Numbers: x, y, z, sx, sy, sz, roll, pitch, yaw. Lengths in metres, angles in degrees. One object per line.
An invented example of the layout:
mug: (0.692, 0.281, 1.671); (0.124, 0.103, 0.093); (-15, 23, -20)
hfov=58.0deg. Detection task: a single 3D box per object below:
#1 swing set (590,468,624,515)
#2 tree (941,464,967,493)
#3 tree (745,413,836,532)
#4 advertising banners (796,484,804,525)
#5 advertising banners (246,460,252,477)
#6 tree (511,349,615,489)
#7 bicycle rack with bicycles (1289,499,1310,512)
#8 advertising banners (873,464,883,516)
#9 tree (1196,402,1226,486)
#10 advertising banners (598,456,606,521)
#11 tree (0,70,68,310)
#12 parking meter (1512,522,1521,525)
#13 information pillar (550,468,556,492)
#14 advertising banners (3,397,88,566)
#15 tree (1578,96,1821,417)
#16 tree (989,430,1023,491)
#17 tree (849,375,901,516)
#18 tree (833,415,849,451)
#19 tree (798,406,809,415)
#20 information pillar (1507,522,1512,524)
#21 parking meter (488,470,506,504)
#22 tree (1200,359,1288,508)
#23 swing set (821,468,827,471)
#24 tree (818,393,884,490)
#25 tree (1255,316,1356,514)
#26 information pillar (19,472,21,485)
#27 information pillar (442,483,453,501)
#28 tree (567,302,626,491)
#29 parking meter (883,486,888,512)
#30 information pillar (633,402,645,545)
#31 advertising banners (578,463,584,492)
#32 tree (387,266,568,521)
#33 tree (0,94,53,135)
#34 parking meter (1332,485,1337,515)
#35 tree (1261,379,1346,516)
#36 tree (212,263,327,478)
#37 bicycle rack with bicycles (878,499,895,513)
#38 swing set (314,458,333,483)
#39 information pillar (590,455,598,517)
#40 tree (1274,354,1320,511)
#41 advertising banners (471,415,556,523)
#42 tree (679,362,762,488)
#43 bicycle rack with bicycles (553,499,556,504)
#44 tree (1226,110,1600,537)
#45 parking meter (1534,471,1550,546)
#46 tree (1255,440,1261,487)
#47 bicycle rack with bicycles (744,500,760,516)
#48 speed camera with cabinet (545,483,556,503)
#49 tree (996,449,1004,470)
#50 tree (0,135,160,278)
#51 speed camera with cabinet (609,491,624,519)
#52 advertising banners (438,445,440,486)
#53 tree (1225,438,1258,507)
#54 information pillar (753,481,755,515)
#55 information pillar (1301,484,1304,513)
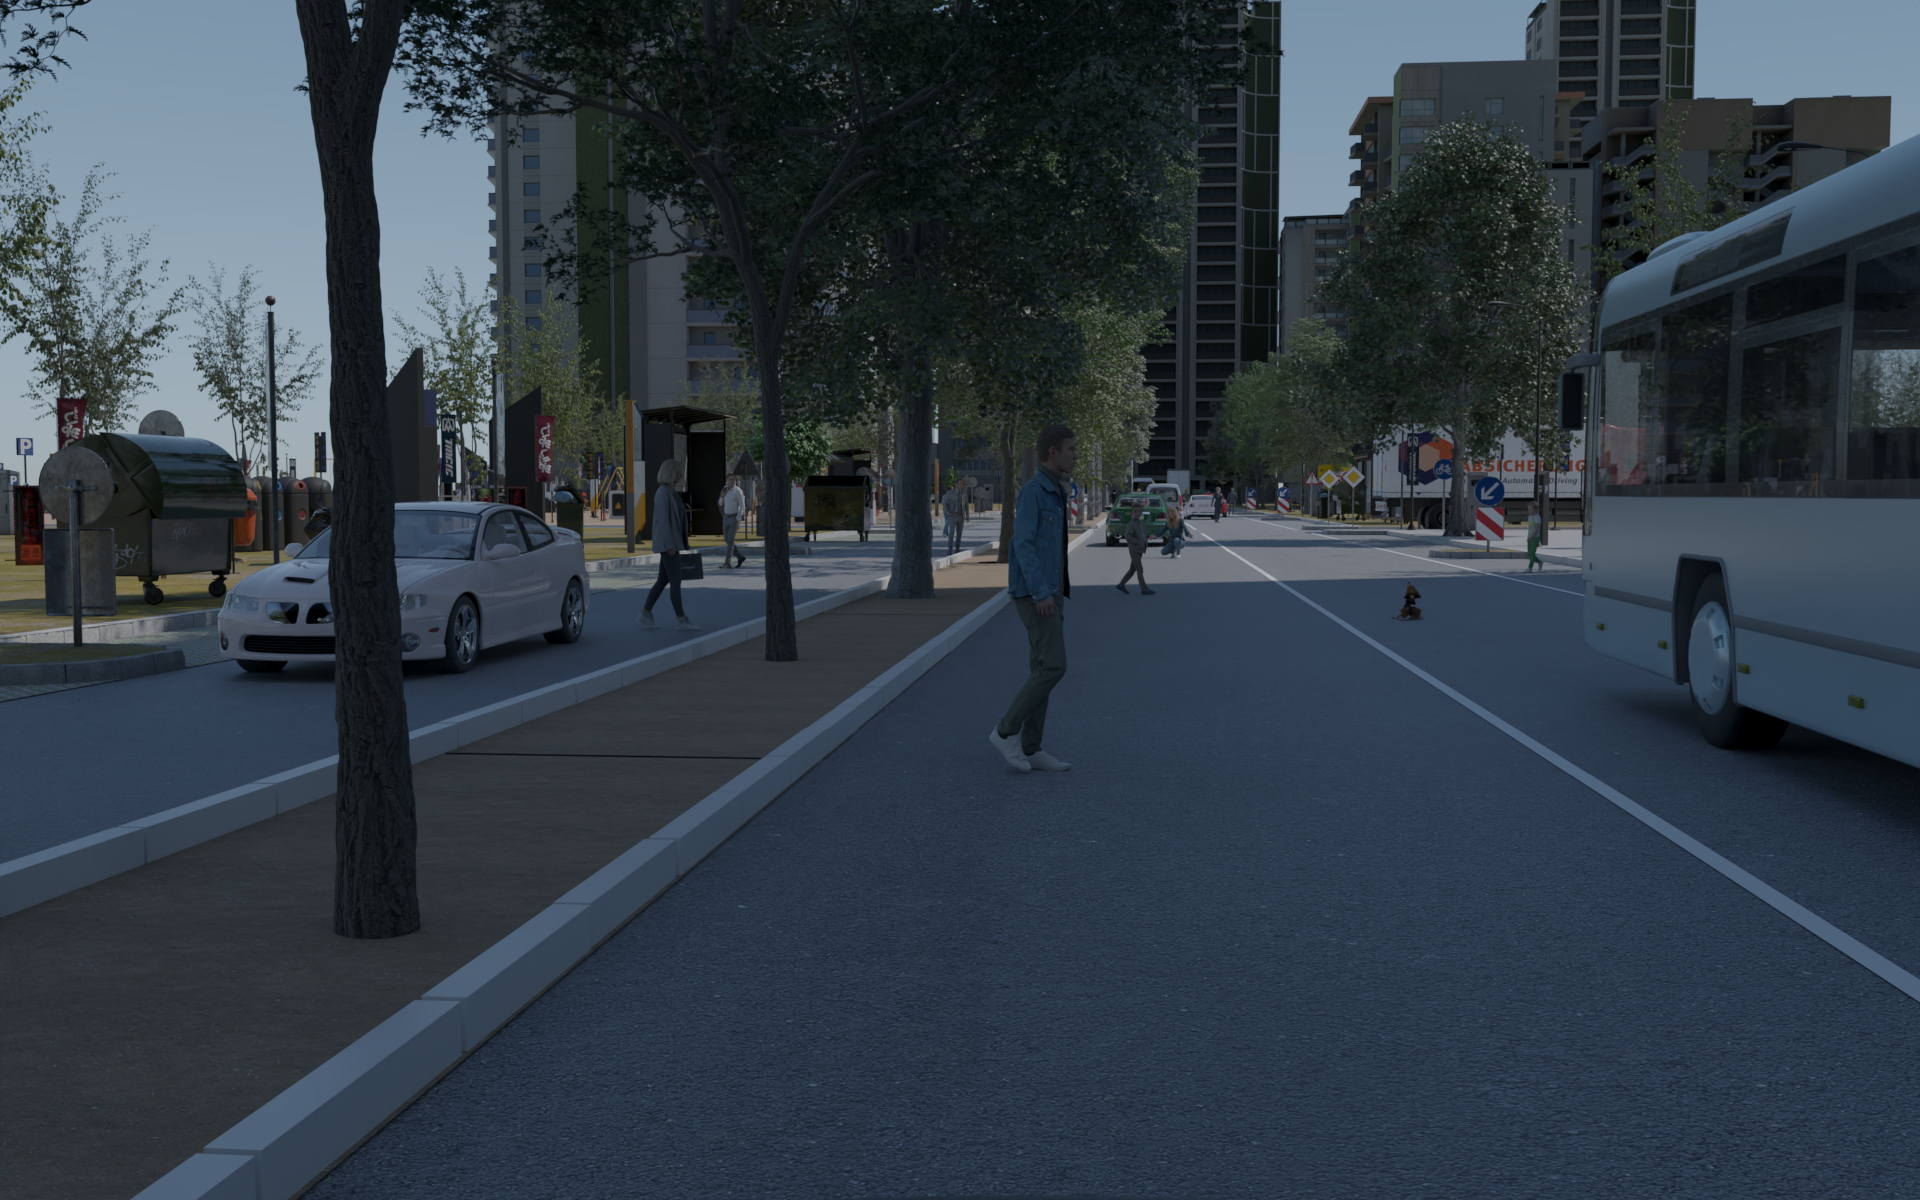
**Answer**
swing set: (-20.102, -6.471, 103.429); (2.862, 2.851, 3.119); (0, 4, 2)
tree: (-0.535, -7.110, 110.851); (1.663, 3.219, 1.824); (0, 3, 0)
tree: (-5.791, -4.576, 58.537); (4.285, 4.588, 4.351); (0, 3, 0)
advertising banners: (-6.176, -4.689, 72.847); (2.074, 3.025, 0.090); (-3, 5, -41)
advertising banners: (-36.633, -5.626, 88.168); (0.090, 3.025, 2.074); (1, 4, 12)
tree: (-19.854, -8.386, 87.476); (4.360, 8.622, 3.978); (0, 3, 0)
bicycle rack with bicycles: (27.459, -7.711, 139.456); (2.925, 0.926, 2.852); (0, 4, -4)
advertising banners: (-4.790, -6.289, 99.009); (0.090, 3.025, 2.074); (1, 4, 18)
tree: (30.757, -16.738, 190.667); (9.611, 12.733, 9.660); (0, 3, 0)
advertising banners: (-16.853, -5.217, 81.493); (0.090, 3.025, 2.074); (0, 4, -3)
tree: (-14.175, -4.405, 22.379); (4.737, 8.622, 4.395); (0, 3, 0)
parking meter: (23.343, -3.925, 72.592); (0.372, 1.533, 0.369); (0, 3, 0)
information pillar: (-32.684, -9.031, 139.015); (0.504, 3.616, 0.183); (0, 3, 0)
advertising banners: (-16.738, -2.132, 31.039); (2.074, 3.025, 0.090); (-2, 4, -29)
tree: (13.993, -5.038, 32.732); (4.737, 8.622, 4.395); (0, 3, 0)
tree: (4.142, -12.025, 146.969); (4.360, 8.622, 3.978); (0, 3, 0)
tree: (-4.223, -9.347, 103.190); (4.360, 8.622, 3.978); (0, 3, 0)
tree: (-7.019, -10.871, 128.103); (4.360, 8.622, 3.978); (0, 3, 0)
tree: (-9.804, -10.247, 117.908); (4.737, 8.622, 4.395); (0, 3, 0)
information pillar: (23.908, -4.307, 74.904); (0.304, 2.012, 0.304); (-1, 4, -15)
parking meter: (-11.133, -2.197, 41.639); (0.399, 1.863, 0.255); (3, 4, 38)
tree: (26.994, -15.115, 157.504); (12.009, 13.543, 11.850); (0, 3, 0)
swing set: (-8.405, -6.606, 105.620); (2.862, 2.851, 3.119); (0, 4, 3)
tree: (-6.528, -9.764, 110.004); (4.737, 8.622, 4.395); (0, 3, 0)
tree: (22.578, -11.766, 110.503); (7.486, 12.596, 7.792); (0, 3, 0)
information pillar: (-31.800, -3.293, 58.328); (0.304, 2.012, 0.304); (-1, 4, -23)
information pillar: (-15.365, -2.903, 51.949); (0.304, 2.012, 0.304); (-1, 4, -21)
tree: (-14.803, -6.789, 61.357); (4.737, 8.622, 4.395); (0, 3, 0)
parking meter: (-5.235, -7.141, 122.459); (0.255, 1.863, 0.399); (-2, 4, -34)
information pillar: (-8.146, -3.217, 43.949); (0.183, 3.616, 0.504); (-2, 4, -35)
advertising banners: (-22.947, -6.510, 102.627); (0.090, 3.025, 2.074); (2, 4, 27)
tree: (-15.916, -6.413, 55.210); (4.737, 8.622, 4.395); (0, 3, 0)
tree: (-16.831, -4.754, 28.097); (4.360, 8.622, 3.978); (0, 3, 0)
parking meter: (23.002, -6.137, 106.052); (0.399, 1.863, 0.255); (3, 5, 40)
tree: (20.757, -9.228, 101.233); (4.360, 8.622, 3.978); (0, 3, 0)
tree: (-22.669, -6.402, 55.039); (4.360, 8.622, 3.978); (0, 3, 0)
bicycle rack with bicycles: (-5.514, -6.247, 115.524); (2.852, 0.926, 2.925); (3, 4, 37)
swing set: (-26.706, -4.803, 76.152); (3.119, 2.851, 2.862); (-1, 4, -17)
information pillar: (-20.370, -6.420, 96.327); (0.504, 3.616, 0.183); (2, 4, 34)
tree: (23.801, -12.519, 130.438); (9.928, 11.665, 9.643); (0, 3, 0)
advertising banners: (-9.714, -2.546, 37.822); (2.074, 3.025, 0.090); (-3, 5, -43)
tree: (-12.465, -8.877, 95.501); (4.737, 8.622, 4.395); (0, 3, 0)
bicycle rack with bicycles: (-30.079, -7.055, 128.724); (2.925, 0.926, 2.852); (1, 4, 20)
tree: (15.003, -8.262, 52.090); (9.611, 12.733, 9.660); (0, 3, 0)
parking meter: (14.455, -2.286, 43.085); (0.255, 1.863, 0.399); (3, 5, 44)
tree: (25.389, -11.504, 138.455); (4.360, 8.622, 3.978); (0, 3, 0)
bicycle rack with bicycles: (-12.836, -5.304, 100.101); (2.925, 0.926, 2.852); (-1, 4, -15)
speed camera with cabinet: (-32.694, -8.736, 137.170); (2.038, 3.252, 0.660); (2, 4, 32)
tree: (4.944, -13.035, 163.489); (4.737, 8.622, 4.395); (0, 3, 0)
tree: (-19.394, -5.364, 38.058); (4.360, 8.622, 3.978); (0, 3, 0)
speed camera with cabinet: (-17.337, -5.890, 90.642); (2.038, 3.252, 0.660); (-1, 4, -13)
advertising banners: (-18.987, -3.984, 61.333); (2.074, 3.025, 0.090); (3, 5, 39)
tree: (29.260, -13.863, 177.023); (4.737, 8.622, 4.395); (0, 3, 0)
information pillar: (-12.941, -7.176, 108.679); (0.183, 3.616, 0.504); (-1, 4, -12)
information pillar: (23.276, -6.892, 117.177); (0.304, 2.012, 0.304); (3, 5, 42)
